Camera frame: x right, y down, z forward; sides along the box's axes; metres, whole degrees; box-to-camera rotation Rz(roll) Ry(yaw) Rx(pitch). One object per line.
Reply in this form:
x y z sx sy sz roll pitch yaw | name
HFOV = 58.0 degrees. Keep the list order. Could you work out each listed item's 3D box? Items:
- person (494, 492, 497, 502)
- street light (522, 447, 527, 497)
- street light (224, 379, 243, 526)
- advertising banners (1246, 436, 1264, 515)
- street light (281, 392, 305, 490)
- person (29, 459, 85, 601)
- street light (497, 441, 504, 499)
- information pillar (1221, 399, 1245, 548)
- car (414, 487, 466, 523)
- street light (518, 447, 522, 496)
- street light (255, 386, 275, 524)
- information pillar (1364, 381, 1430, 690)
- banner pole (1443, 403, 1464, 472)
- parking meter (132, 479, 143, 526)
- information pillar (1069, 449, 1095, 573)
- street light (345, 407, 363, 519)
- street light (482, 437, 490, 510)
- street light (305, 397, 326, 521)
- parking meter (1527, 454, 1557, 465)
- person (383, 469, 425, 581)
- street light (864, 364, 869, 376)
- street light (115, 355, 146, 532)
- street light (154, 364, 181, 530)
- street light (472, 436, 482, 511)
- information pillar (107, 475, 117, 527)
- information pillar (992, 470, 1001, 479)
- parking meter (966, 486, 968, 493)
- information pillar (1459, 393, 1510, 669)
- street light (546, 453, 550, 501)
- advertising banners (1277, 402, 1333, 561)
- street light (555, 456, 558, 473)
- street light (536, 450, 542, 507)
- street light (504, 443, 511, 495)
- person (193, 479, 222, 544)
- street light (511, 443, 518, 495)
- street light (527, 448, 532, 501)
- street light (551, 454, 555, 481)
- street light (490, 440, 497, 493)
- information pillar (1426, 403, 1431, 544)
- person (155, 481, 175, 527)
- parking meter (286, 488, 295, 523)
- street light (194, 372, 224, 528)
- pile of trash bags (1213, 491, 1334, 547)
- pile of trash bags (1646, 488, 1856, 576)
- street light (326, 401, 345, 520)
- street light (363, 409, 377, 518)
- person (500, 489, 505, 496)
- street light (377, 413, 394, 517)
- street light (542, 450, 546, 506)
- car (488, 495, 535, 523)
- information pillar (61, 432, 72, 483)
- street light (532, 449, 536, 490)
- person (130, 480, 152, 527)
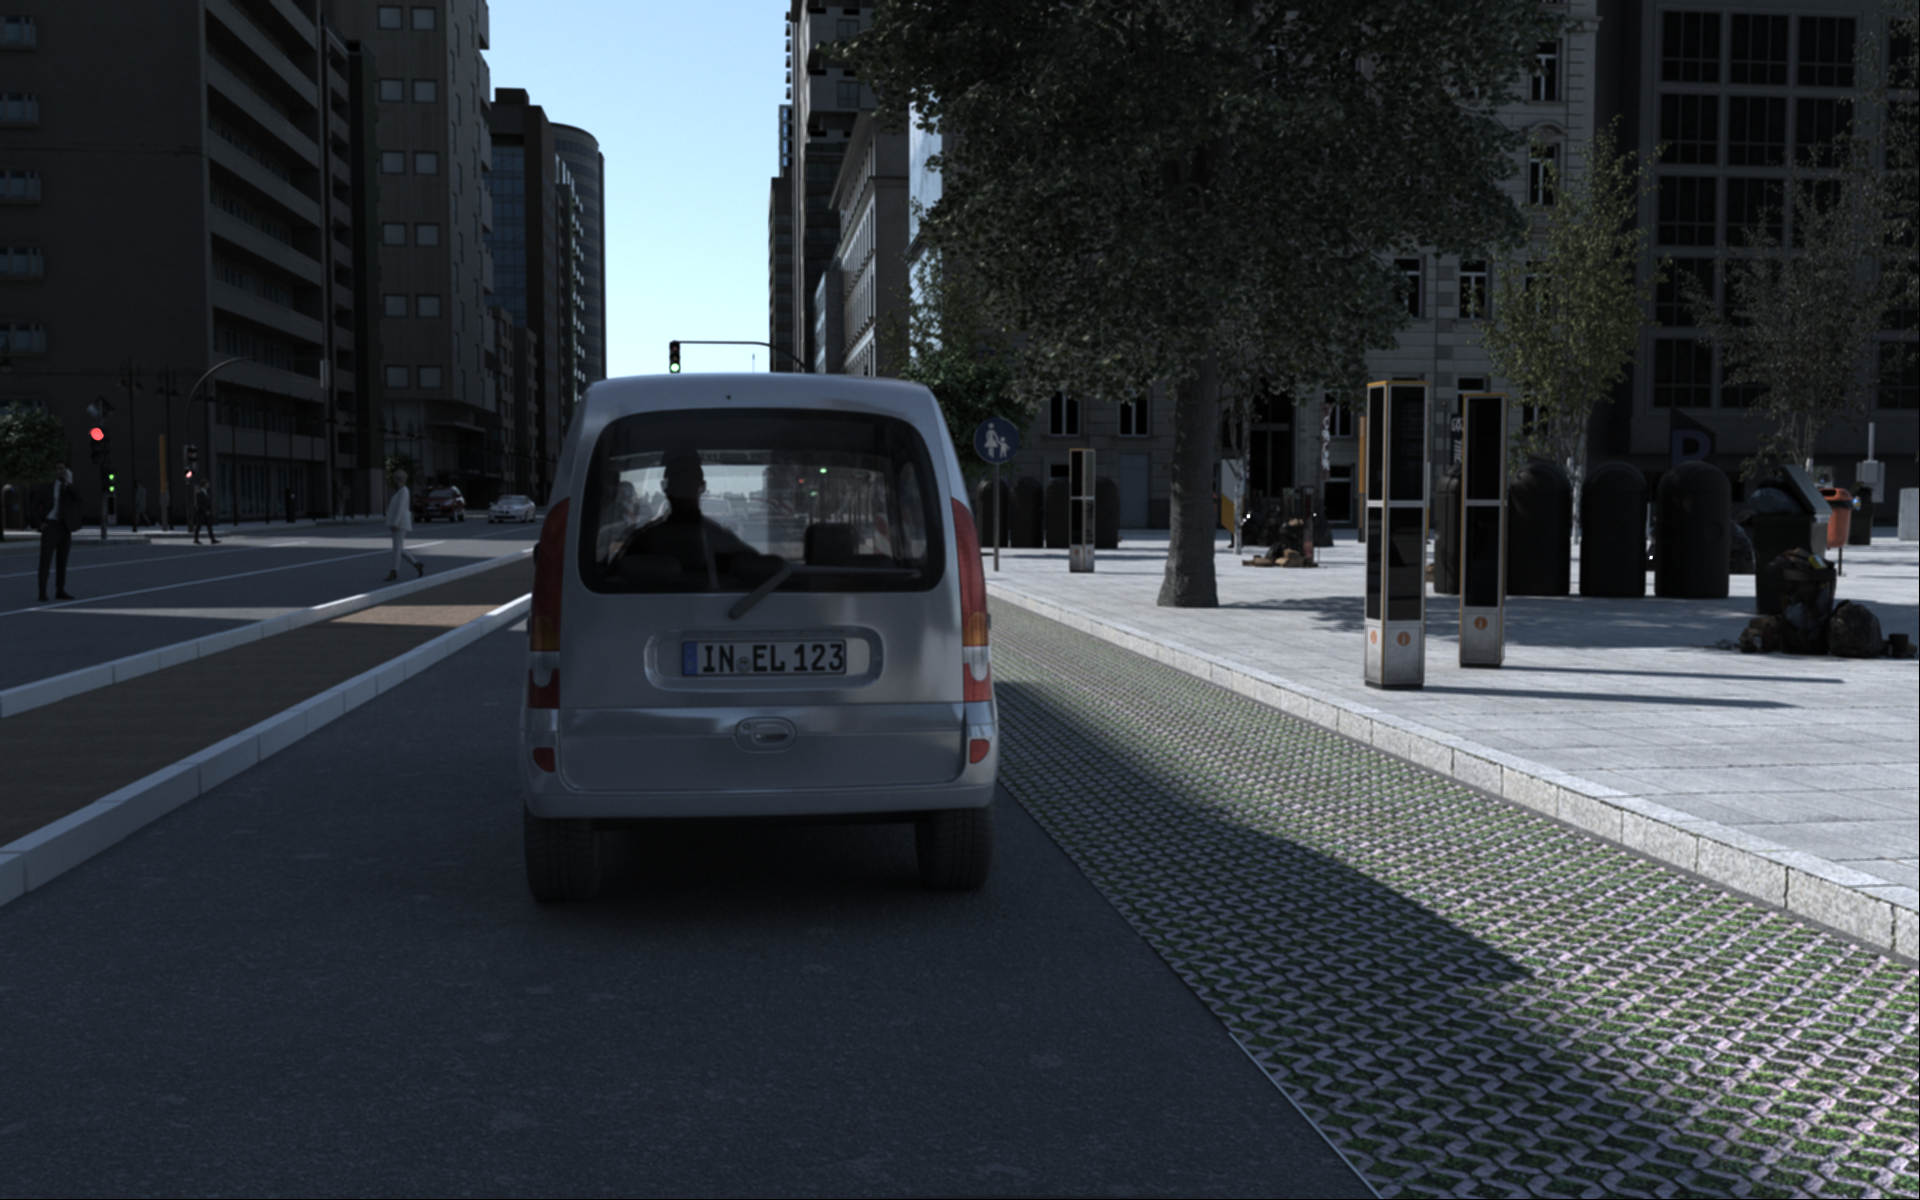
-38.581 -8.242 144.054 0.557 1.426 1.065 0 4 -6 | person
-41.134 -11.577 162.064 0.468 5.910 1.993 0 4 -7 | street light
-29.238 -5.930 69.739 0.468 5.910 1.993 0 4 -7 | street light
8.843 -3.418 52.073 0.090 3.025 2.074 2 4 24 | advertising banners
-30.251 -6.453 78.295 0.468 5.910 1.993 0 4 -7 | street light
-12.214 -0.955 23.483 0.474 1.900 0.648 3 5 43 | person
-38.946 -10.569 145.584 0.468 5.910 1.993 0 4 -7 | street light
6.471 -3.043 41.103 0.504 3.616 0.183 1 4 17 | information pillar
-26.583 -4.886 88.556 2.281 1.827 5.304 -1 4 -8 | car
-40.611 -11.335 158.113 0.468 5.910 1.993 0 4 -7 | street light
-29.786 -6.211 74.336 0.468 5.910 1.993 0 4 -7 | street light
2.873 -0.424 11.417 0.304 2.012 0.304 -1 4 -10 | information pillar
13.450 -3.505 47.325 0.863 3.779 0.401 3 4 37 | banner pole
-32.707 -3.863 68.866 0.255 1.863 0.399 0 3 0 | parking meter
1.994 -1.455 28.279 0.304 2.012 0.304 3 5 40 | information pillar
-31.775 -7.193 90.390 0.468 5.910 1.993 0 4 -7 | street light
-38.004 -10.084 137.668 0.468 5.910 1.993 0 4 -7 | street light
-30.740 -6.695 82.250 0.468 5.910 1.993 0 4 -7 | street light
8.447 -1.190 25.167 0.399 1.863 0.255 3 5 42 | parking meter
-9.240 -1.248 28.782 0.818 1.842 0.514 -3 5 -45 | person
-3.333 -5.440 61.737 0.468 5.910 1.993 0 4 -7 | street light
-27.605 -5.197 57.764 0.468 5.910 1.993 0 4 -7 | street light
-28.175 -5.439 61.710 0.468 5.910 1.993 0 4 -7 | street light
-37.513 -9.835 133.587 0.468 5.910 1.993 0 4 -7 | street light
-33.346 -3.888 68.067 0.304 2.012 0.304 -1 4 -19 | information pillar
1.117 -3.005 53.628 0.304 2.012 0.304 0 4 -2 | information pillar
0.056 -2.683 52.285 0.372 1.533 0.369 0 3 0 | parking meter
3.872 -0.508 12.790 0.304 2.012 0.304 1 4 22 | information pillar
-43.774 -12.805 182.153 0.468 5.910 1.993 0 4 -7 | street light
6.537 -2.230 32.647 0.090 3.025 2.074 3 5 40 | advertising banners
-44.669 -13.305 190.319 0.468 5.910 1.993 0 4 -7 | street light
-42.701 -12.315 174.132 0.468 5.910 1.993 0 4 -7 | street light
-39.531 -10.834 149.923 0.468 5.910 1.993 0 4 -7 | street light
-21.556 -2.522 49.514 0.755 1.850 0.659 0 4 3 | person
-40.002 -11.091 154.130 0.468 5.910 1.993 0 4 -7 | street light
-41.625 -11.818 166.019 0.468 5.910 1.993 0 4 -7 | street light
-44.221 -13.048 186.115 0.468 5.910 1.993 0 4 -7 | street light
-38.511 -10.326 141.622 0.468 5.910 1.993 0 4 -7 | street light
11.856 -3.248 44.463 0.504 3.616 0.183 -2 4 -23 | information pillar
-30.564 -3.685 66.470 0.709 1.800 0.728 3 5 40 | person
-29.808 -4.201 77.098 0.372 1.533 0.369 0 3 0 | parking meter
-28.612 -5.689 65.801 0.468 5.910 1.993 0 4 -7 | street light
7.337 -2.008 42.577 3.447 1.369 1.912 -1 4 -18 | pile of trash bags
12.844 -1.127 28.185 1.912 1.369 3.447 -2 4 -33 | pile of trash bags
-31.266 -6.944 86.330 0.468 5.910 1.993 0 4 -7 | street light
-32.357 -7.434 94.333 0.468 5.910 1.993 0 4 -7 | street light
-32.675 -7.099 124.789 0.699 1.804 1.509 2 4 34 | person
-32.911 -7.711 98.861 0.468 5.910 1.993 0 4 -7 | street light
-43.247 -12.564 178.203 0.468 5.910 1.993 0 4 -7 | street light
-22.414 -4.546 86.684 2.083 1.381 4.827 0 4 -6 | car
-33.507 -4.503 64.980 0.183 3.616 0.504 0 4 6 | information pillar
-42.277 -12.072 170.168 0.468 5.910 1.993 0 4 -7 | street light
-31.897 -3.745 67.374 0.767 1.812 0.694 0 4 -4 | person
